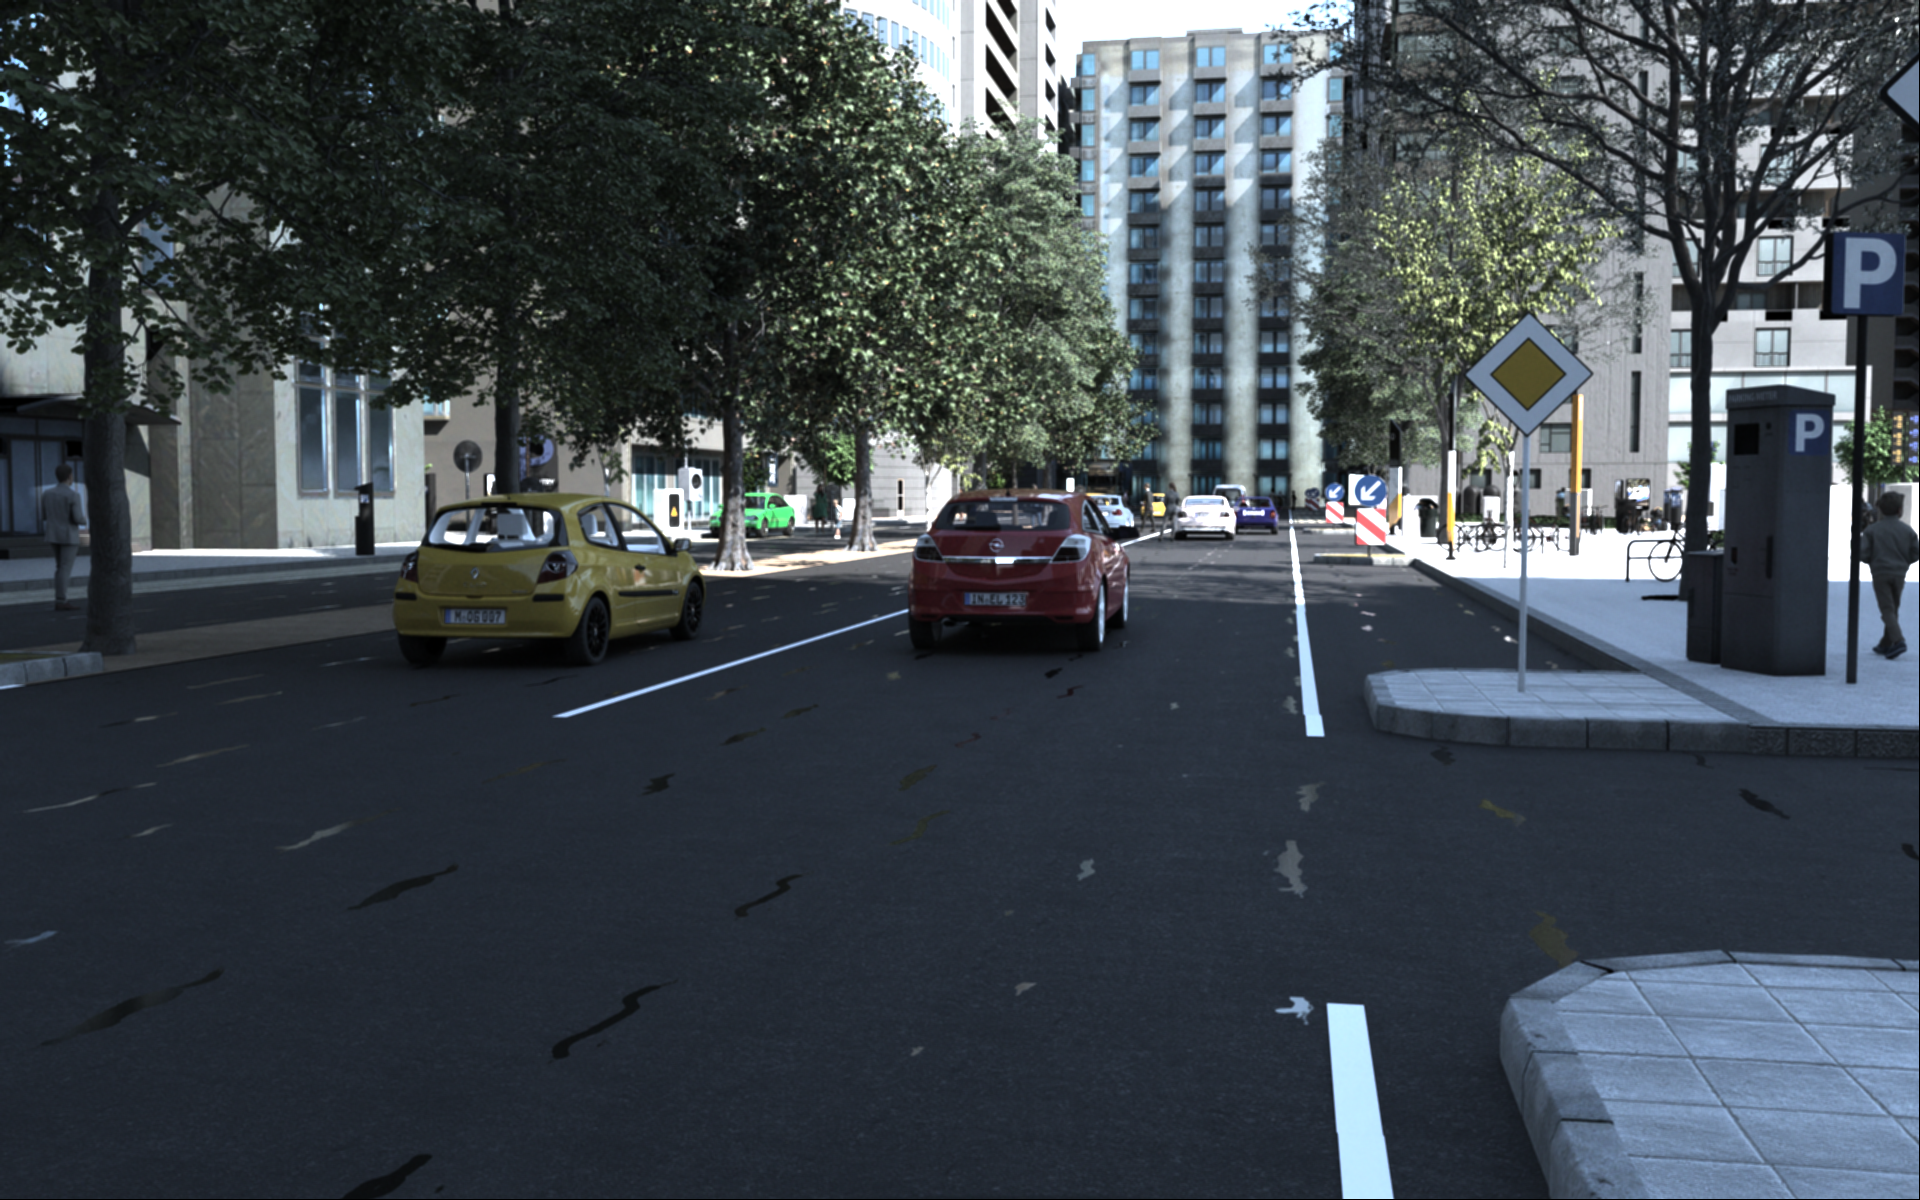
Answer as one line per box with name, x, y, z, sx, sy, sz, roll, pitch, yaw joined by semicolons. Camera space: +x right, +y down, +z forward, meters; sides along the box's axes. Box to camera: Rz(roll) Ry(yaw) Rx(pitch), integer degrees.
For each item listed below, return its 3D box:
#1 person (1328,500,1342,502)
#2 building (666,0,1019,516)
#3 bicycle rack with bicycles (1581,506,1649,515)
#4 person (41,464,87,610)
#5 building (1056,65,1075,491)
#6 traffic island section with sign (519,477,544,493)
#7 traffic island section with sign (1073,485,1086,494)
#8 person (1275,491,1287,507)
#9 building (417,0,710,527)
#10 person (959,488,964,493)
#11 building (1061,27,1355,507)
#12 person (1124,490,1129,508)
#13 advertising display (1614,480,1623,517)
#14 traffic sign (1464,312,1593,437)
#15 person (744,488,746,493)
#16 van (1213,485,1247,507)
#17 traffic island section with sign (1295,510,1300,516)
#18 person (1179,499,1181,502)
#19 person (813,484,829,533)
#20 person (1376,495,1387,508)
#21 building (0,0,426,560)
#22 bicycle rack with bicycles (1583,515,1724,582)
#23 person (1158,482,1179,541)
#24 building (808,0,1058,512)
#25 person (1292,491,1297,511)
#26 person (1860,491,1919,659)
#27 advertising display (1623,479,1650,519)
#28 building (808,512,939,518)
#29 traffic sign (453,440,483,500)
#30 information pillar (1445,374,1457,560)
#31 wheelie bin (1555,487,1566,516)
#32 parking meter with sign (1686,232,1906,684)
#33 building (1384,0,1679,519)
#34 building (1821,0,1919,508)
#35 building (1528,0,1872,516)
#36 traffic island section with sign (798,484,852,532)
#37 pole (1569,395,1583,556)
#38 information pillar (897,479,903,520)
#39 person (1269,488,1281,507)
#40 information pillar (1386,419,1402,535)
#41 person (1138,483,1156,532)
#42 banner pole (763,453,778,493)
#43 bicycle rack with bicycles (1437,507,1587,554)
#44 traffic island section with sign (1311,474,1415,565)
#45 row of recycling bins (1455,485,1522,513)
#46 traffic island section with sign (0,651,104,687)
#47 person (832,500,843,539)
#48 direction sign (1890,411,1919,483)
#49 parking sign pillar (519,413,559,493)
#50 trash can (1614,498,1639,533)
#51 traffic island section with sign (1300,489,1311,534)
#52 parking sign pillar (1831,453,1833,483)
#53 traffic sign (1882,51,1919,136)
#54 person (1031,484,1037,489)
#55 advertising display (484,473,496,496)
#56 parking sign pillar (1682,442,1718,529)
person;27.631;-7.225;127.426;1.065;1.426;0.557;2;4;28
building;-7.763;-30.898;128.882;21.300;48.544;21.600;1;4;11
bicycle rack with bicycles;20.158;-2.465;53.690;2.852;0.926;2.925;3;4;36
person;-11.046;-0.782;21.491;0.606;1.804;0.583;1;4;12
building;0.587;-34.307;184.624;21.600;48.544;21.300;1;4;11
traffic island section with sign;-9.949;-1.873;39.248;1.989;1.847;2.006;1;4;11
traffic island section with sign;5.925;-4.819;86.920;2.006;1.907;1.989;1;4;11
person;30.530;-9.517;164.833;1.217;1.736;0.721;-1;4;-20
building;-19.848;-27.234;68.975;21.300;48.544;21.600;1;4;11
person;-0.031;-5.027;91.472;0.721;1.735;1.217;-1;4;-20
building;26.400;-34.338;181.037;30.456;49.044;23.786;1;4;11
person;11.398;-6.664;118.389;0.436;1.711;0.756;0;4;3
advertising display;29.779;-4.469;78.275;0.123;1.923;0.974;0;4;6
traffic sign;3.657;-0.547;11.140;0.795;2.593;0.064;1;4;11
person;-8.121;-3.513;63.580;0.694;1.812;0.767;-2;4;-33
van;12.588;-4.495;80.509;2.013;2.044;4.112;1;4;13
traffic island section with sign;22.634;-6.274;111.200;1.989;1.847;2.006;1;4;11
person;12.617;-5.810;103.584;1.348;1.812;0.705;2;4;26
person;-5.066;-3.308;62.836;0.600;1.795;0.529;-2;4;-26
person;20.986;-4.872;86.369;0.551;1.740;0.621;-1;4;-11
building;-26.320;-43.916;30.693;22.319;86.520;31.000;1;4;11
bicycle rack with bicycles;11.136;-0.701;24.836;2.925;0.926;2.852;-2;4;-24
person;6.302;-2.661;52.276;0.520;1.790;0.573;-2;4;-27
building;-5.856;-37.416;153.748;28.212;58.520;21.231;1;4;11
person;28.904;-8.577;149.552;0.721;1.723;1.217;2;4;26
person;7.285;-0.201;13.603;0.475;1.303;0.640;0;4;2
advertising display;28.451;-4.130;72.731;0.974;1.923;0.123;0;4;-2
building;-11.208;-34.359;103.771;21.231;58.520;28.212;1;4;11
traffic sign;-11.656;-2.501;41.004;0.768;2.556;0.104;1;4;16
information pillar;9.502;-2.575;33.452;0.183;3.616;0.504;1;4;22
wheelie bin;28.594;-4.539;82.124;0.693;1.594;0.980;0;4;7
parking meter with sign;5.898;-0.991;12.464;0.543;3.016;1.738;-1;4;-10
building;30.790;-19.825;95.840;14.160;30.474;14.107;1;4;11
building;72.287;-30.168;143.360;14.200;45.320;14.600;1;4;11
building;41.215;-32.115;114.323;28.713;52.752;27.495;1;4;11
traffic island section with sign;-4.944;-3.493;65.736;1.989;1.847;2.006;1;4;11
pole;12.687;-2.559;35.678;0.158;3.312;0.155;0;3;0
information pillar;-2.992;-5.046;86.990;0.304;2.012;0.304;0;4;-2
person;19.774;-6.163;109.271;0.705;1.824;1.348;-2;4;-24
information pillar;13.465;-3.808;53.622;0.183;3.616;0.504;-2;4;-27
person;7.039;-3.488;65.309;0.755;1.850;0.659;2;4;30
banner pole;-7.972;-5.031;72.271;0.863;3.779;0.401;-2;4;-26
bicycle rack with bicycles;11.959;-1.515;38.159;2.925;0.926;2.852;2;4;30
traffic island section with sign;8.361;-1.668;35.905;1.989;1.847;2.006;1;4;11
row of recycling bins;23.996;-4.429;79.532;3.534;1.692;1.069;2;4;30
traffic island section with sign;-8.048;-0.303;13.087;2.006;1.907;1.989;1;4;11
person;-3.943;-2.604;55.761;0.352;1.250;0.332;0;4;1
direction sign;25.916;-3.398;47.552;0.876;3.537;0.379;-1;4;-14
parking sign pillar;-13.759;-4.155;56.409;1.447;3.967;1.447;-1;4;-18
trash can;21.788;-2.752;56.641;0.748;1.137;0.748;0;3;0
traffic island section with sign;13.487;-3.322;62.947;1.989;1.847;2.006;1;4;11
parking sign pillar;38.021;-5.411;76.941;1.447;3.967;1.447;1;4;21
traffic sign;2.171;-0.067;3.294;0.795;2.593;0.064;1;4;11
person;2.824;-3.423;64.654;0.721;1.800;0.419;1;4;14
advertising display;-14.741;-3.023;54.634;0.123;1.923;0.974;1;4;10
parking sign pillar;27.600;-4.645;64.424;1.447;3.967;1.447;0;4;1
